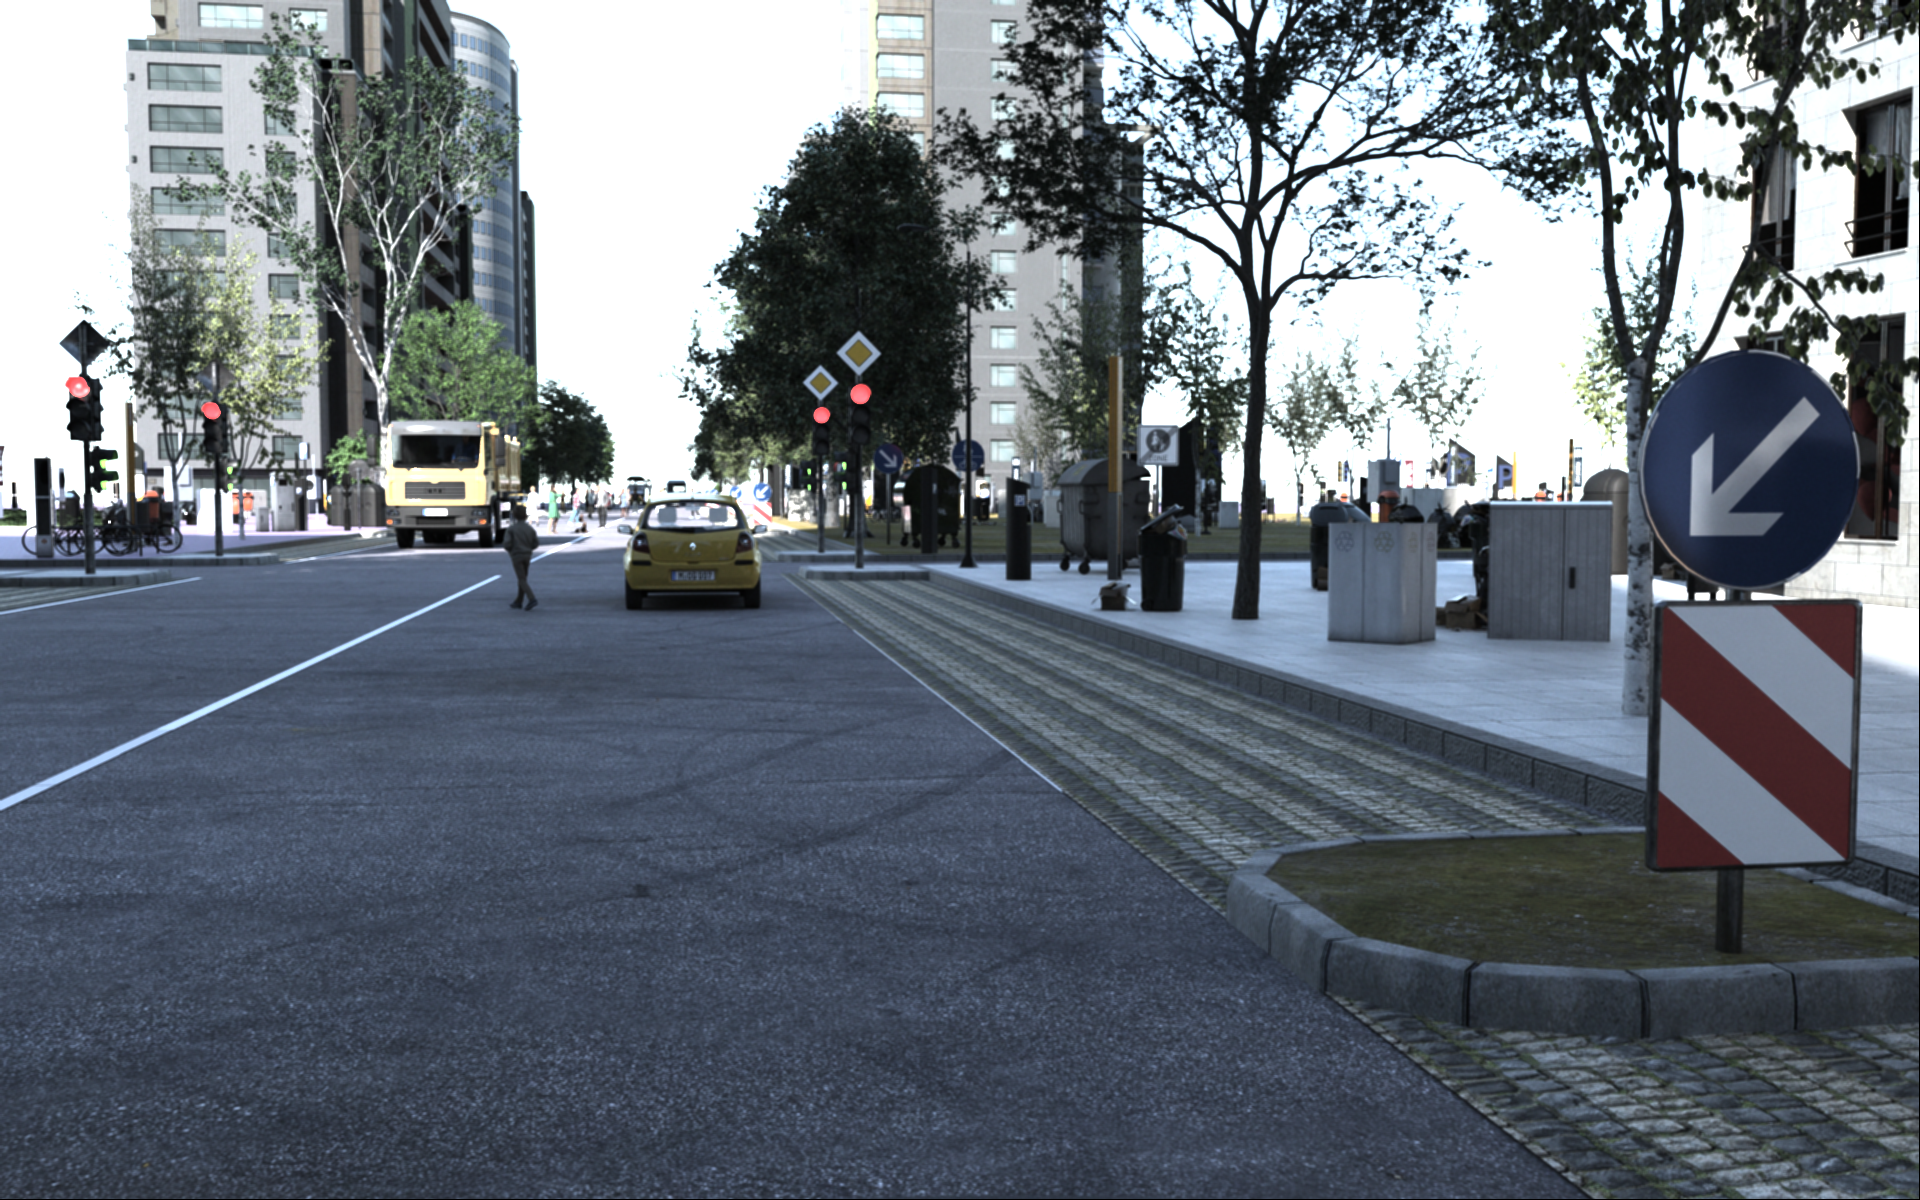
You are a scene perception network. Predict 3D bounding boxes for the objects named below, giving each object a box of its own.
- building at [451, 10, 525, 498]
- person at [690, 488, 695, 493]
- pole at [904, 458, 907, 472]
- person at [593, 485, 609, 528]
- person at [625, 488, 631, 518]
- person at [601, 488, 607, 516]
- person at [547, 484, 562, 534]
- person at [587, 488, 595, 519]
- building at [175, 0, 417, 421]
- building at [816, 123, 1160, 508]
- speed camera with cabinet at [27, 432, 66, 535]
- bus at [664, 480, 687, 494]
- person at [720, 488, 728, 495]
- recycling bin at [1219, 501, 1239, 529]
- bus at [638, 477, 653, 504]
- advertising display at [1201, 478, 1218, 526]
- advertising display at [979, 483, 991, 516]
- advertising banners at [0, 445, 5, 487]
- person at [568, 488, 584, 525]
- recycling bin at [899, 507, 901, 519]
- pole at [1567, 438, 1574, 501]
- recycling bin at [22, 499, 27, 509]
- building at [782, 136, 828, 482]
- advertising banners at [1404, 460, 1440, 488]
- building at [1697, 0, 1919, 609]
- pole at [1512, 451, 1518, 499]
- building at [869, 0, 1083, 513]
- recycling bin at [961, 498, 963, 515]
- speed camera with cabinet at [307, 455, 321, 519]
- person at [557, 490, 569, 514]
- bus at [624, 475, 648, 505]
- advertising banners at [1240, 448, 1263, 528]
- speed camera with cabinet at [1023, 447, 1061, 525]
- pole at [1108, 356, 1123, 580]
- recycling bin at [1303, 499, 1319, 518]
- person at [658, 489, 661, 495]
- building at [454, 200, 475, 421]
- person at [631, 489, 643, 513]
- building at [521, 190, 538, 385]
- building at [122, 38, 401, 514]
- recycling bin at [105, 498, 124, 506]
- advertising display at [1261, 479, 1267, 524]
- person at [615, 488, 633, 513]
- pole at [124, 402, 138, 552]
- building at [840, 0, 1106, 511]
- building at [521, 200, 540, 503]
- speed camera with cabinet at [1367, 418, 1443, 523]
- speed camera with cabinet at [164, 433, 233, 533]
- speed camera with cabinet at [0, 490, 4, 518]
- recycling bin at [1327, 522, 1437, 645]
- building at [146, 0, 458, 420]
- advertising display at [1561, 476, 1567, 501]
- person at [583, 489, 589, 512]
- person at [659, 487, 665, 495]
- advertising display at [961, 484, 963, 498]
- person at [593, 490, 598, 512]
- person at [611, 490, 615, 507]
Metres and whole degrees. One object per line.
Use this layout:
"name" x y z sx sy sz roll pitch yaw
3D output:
"building" -65.314 -40.908 210.841 21.231 58.520 28.212 -1 4 -9
"person" -15.784 -5.778 102.994 0.620 1.820 0.660 -3 5 -44
"pole" -2.828 -5.879 89.972 0.158 3.312 0.155 0 3 0
"person" -15.161 -3.946 73.195 0.592 1.802 0.473 1 4 20
"person" -20.218 -5.909 105.454 0.374 1.781 0.599 2 4 35
"person" -22.811 -6.235 110.650 0.583 1.804 0.606 0 4 -3
"person" -14.533 -3.245 61.798 0.600 1.795 0.529 3 5 43
"person" -20.824 -5.416 97.538 0.515 1.767 0.782 0 4 1
"building" -48.486 -27.217 128.590 14.154 41.232 14.086 -1 4 -9
"building" 1.222 -29.310 171.094 32.217 40.220 23.993 -1 4 -9
"speed camera with cabinet" -29.037 -3.713 55.050 0.660 3.252 2.038 -1 4 -11
"bus" -37.332 -14.211 227.208 2.948 3.499 13.247 -1 4 -11
"person" -12.478 -5.074 91.939 0.782 1.767 0.515 1 4 14
"recycling bin" 9.905 -3.133 63.780 0.722 1.027 0.722 0 4 7
"bus" -45.576 -15.754 249.124 2.896 3.916 12.252 -1 4 -9
"advertising display" 9.826 -3.883 68.705 0.974 1.923 0.123 -2 4 -34
"advertising display" 1.463 -5.985 103.061 0.123 1.923 0.974 -3 4 -38
"advertising banners" -34.246 -3.941 60.628 0.090 3.025 2.074 1 4 20
"person" -17.617 -4.291 79.497 0.643 1.720 0.563 1 4 11
"recycling bin" -2.926 -4.808 91.160 0.722 1.027 0.722 0 4 -3
"pole" 22.284 -4.244 63.227 0.158 3.312 0.155 0 3 0
"recycling bin" -51.849 -5.137 96.549 0.722 1.027 0.722 -2 4 -26
"building" -12.306 -37.516 232.993 23.786 49.044 30.456 -1 4 -9
"advertising banners" 23.531 -5.615 87.999 2.074 3.025 0.090 0 4 -7
"building" 16.398 -9.827 15.427 10.420 20.320 16.860 -1 4 -9
"pole" 26.089 -5.359 81.471 0.158 3.312 0.155 0 3 0
"building" 0.407 -26.823 122.146 14.154 41.232 14.086 -1 4 -9
"recycling bin" 0.509 -5.628 104.580 0.722 1.027 0.722 -3 4 -37
"speed camera with cabinet" -33.417 -5.708 87.662 2.038 3.252 0.660 1 4 10
"person" -28.095 -6.929 122.306 1.217 1.766 0.721 1 4 23
"bus" -43.251 -14.705 231.965 2.896 3.916 12.252 -1 4 -8
"advertising banners" 10.918 -4.194 64.764 0.090 3.025 2.074 2 4 32
"speed camera with cabinet" 3.624 -4.800 72.821 2.038 3.252 0.660 -2 4 -32
"pole" 2.309 -1.951 25.738 0.158 3.312 0.155 0 3 0
"recycling bin" 19.106 -4.986 94.080 0.722 1.027 0.722 -1 4 -19
"person" -25.713 -8.551 148.310 1.348 1.824 0.705 2 4 35
"building" -54.101 -24.035 164.677 14.160 30.474 14.107 -1 4 -9
"person" -24.107 -7.337 128.476 1.348 1.822 0.705 -2 4 -33
"building" -67.965 -36.523 247.254 14.600 45.320 14.200 -1 4 -9
"building" -45.578 -20.983 114.773 14.160 30.474 14.107 -1 4 -9
"recycling bin" -49.177 -5.395 100.766 0.722 1.027 0.722 0 4 7
"advertising display" 12.723 -4.200 73.885 0.974 1.923 0.123 -3 5 -42
"person" -25.142 -7.424 129.520 1.348 1.869 0.705 -2 4 -25
"pole" -18.429 -2.730 38.481 0.158 3.312 0.155 0 3 0
"building" 0.634 -36.800 143.680 21.231 58.520 28.212 -1 4 -9
"building" -64.548 -33.596 232.883 14.154 41.232 14.086 -1 4 -9
"speed camera with cabinet" 11.655 -3.118 45.316 2.038 3.252 0.660 -1 4 -22
"speed camera with cabinet" -24.970 -3.821 56.809 0.660 3.252 2.038 3 4 37
"speed camera with cabinet" -44.307 -5.135 78.295 0.660 3.252 2.038 1 4 15
"recycling bin" 3.701 -0.160 15.175 0.722 1.027 0.722 3 5 39
"building" -54.760 -31.908 145.390 21.300 48.544 21.600 -1 4 -9
"advertising display" 21.393 -3.433 61.350 0.123 1.923 0.974 2 4 24
"person" -30.259 -8.058 140.381 0.705 1.807 1.348 1 4 9
"person" -14.586 -4.637 84.669 0.624 1.780 0.694 -3 5 -41
"advertising display" 0.331 -6.263 107.619 0.123 1.923 0.974 -2 4 -34
"person" -28.517 -7.740 135.585 0.617 1.759 0.750 -1 4 -10
"person" -37.018 -10.759 184.278 0.599 1.838 0.709 -2 4 -28
